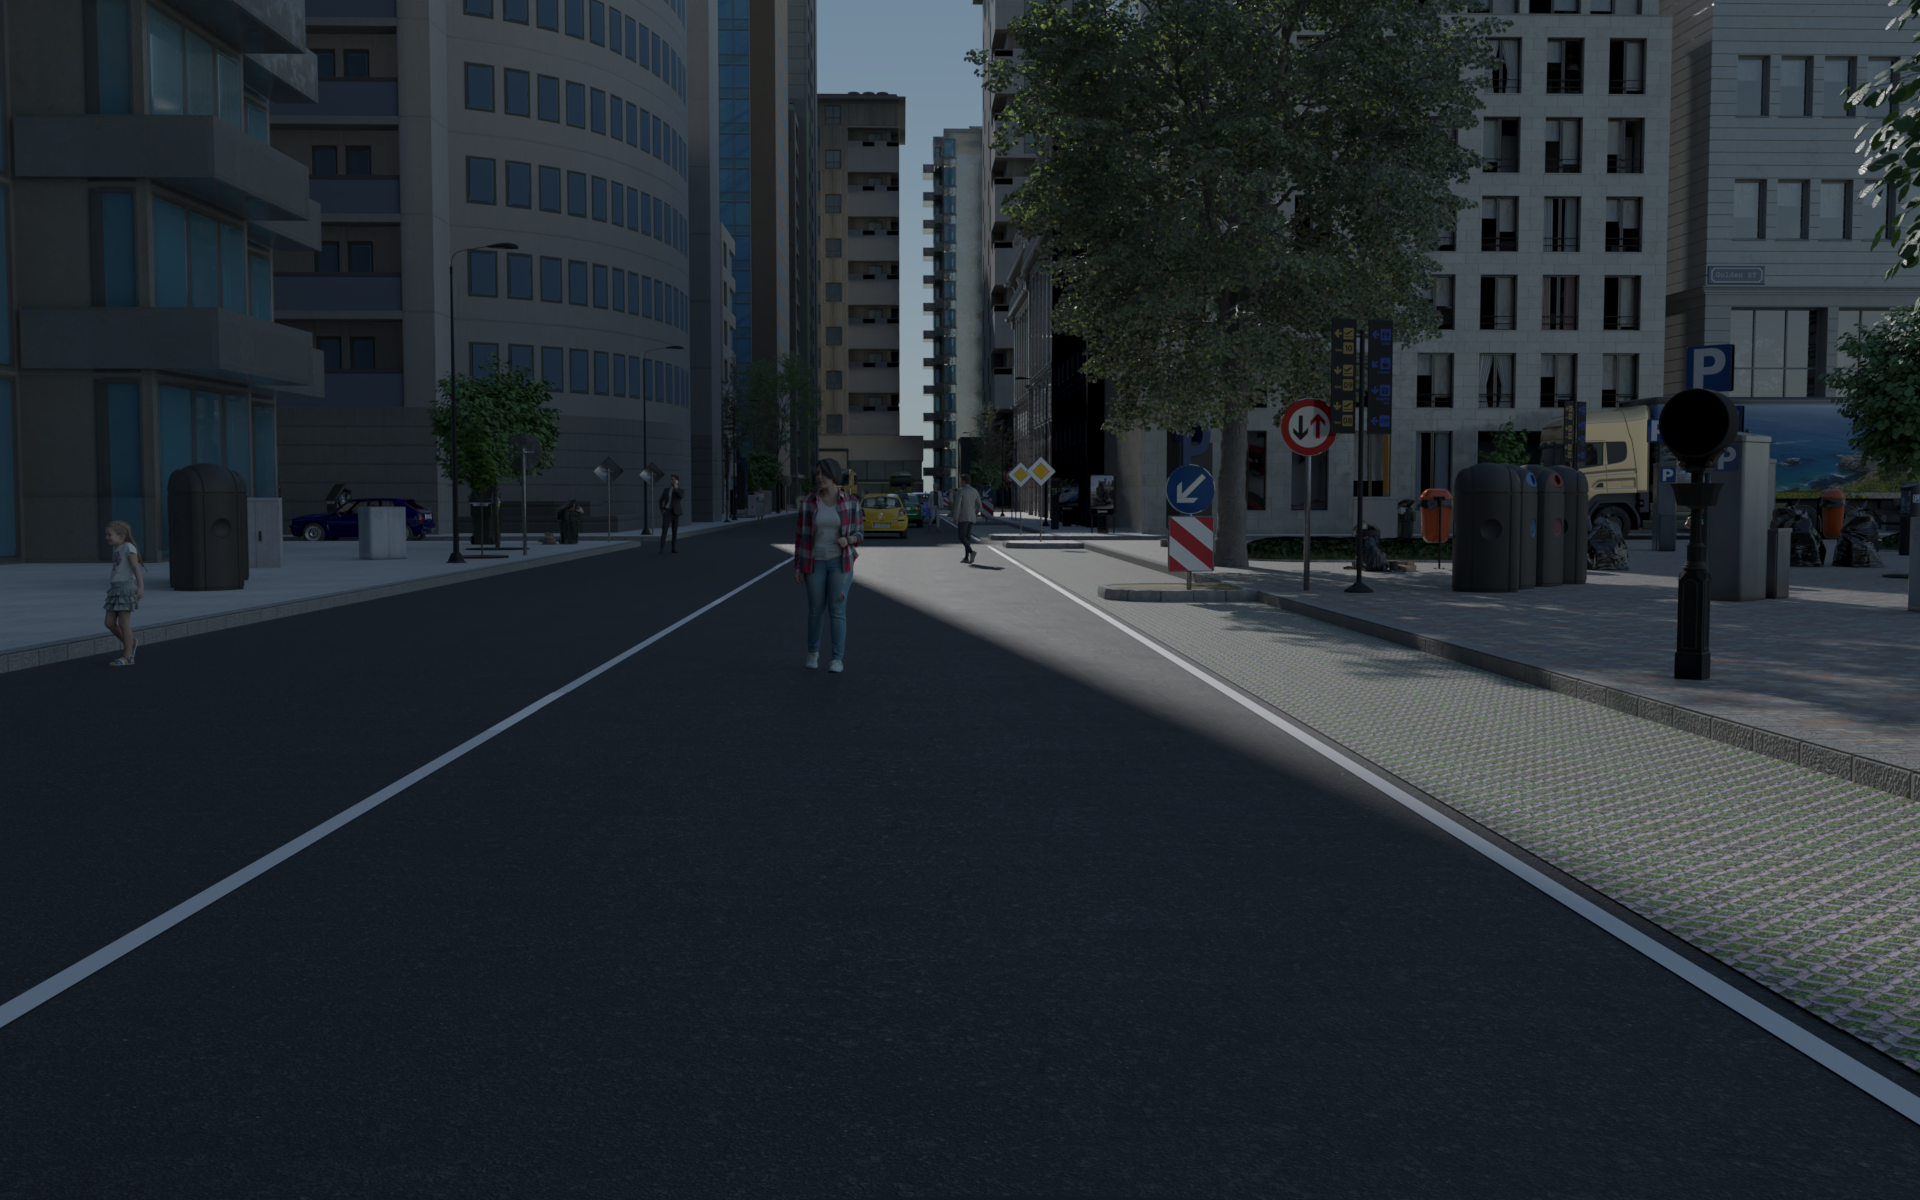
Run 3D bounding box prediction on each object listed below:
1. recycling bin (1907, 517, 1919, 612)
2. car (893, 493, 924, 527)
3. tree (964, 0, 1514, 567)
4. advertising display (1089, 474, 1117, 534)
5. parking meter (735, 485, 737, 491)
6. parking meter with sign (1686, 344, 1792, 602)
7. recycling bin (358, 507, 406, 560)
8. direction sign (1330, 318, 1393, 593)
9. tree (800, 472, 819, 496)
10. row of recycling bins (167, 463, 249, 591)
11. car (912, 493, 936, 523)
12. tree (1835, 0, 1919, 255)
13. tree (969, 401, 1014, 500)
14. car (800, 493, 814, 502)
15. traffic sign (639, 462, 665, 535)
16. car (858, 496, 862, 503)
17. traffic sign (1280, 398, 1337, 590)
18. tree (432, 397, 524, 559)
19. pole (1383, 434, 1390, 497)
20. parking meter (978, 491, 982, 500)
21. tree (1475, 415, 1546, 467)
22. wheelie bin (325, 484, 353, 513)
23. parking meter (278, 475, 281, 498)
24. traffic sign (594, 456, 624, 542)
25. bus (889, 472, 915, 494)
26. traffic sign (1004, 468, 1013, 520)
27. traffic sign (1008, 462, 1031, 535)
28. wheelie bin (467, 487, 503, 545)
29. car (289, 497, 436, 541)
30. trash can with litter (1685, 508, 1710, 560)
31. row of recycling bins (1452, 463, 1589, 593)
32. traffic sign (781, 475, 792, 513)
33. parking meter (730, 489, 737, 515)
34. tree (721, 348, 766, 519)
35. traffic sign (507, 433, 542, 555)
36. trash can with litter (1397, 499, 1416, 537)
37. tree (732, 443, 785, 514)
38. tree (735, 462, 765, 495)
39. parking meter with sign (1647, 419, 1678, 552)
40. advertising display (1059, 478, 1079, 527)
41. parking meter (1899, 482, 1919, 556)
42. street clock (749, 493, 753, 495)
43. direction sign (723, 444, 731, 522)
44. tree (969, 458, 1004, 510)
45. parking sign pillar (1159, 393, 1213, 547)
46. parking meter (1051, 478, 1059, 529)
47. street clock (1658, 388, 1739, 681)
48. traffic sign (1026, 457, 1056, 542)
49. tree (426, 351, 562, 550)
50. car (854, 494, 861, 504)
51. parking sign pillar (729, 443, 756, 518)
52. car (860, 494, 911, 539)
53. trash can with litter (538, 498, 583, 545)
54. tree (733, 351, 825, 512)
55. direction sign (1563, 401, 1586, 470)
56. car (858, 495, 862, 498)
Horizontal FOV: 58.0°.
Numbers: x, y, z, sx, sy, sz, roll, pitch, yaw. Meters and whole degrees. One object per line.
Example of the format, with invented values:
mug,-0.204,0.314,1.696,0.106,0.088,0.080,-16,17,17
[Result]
recycling bin,10.780,-0.376,18.708,0.722,1.027,0.722,0,4,2
car,-2.520,-4.091,75.680,1.959,1.807,4.718,0,4,-2
tree,4.796,-7.573,30.481,9.857,13.997,8.962,0,3,0
advertising display,4.660,-3.135,56.472,0.974,1.923,0.123,3,4,38
parking meter,-13.728,-6.160,106.421,0.399,1.863,0.255,1,4,13
parking meter with sign,9.427,-1.505,20.868,1.738,3.016,0.543,-3,4,-39
recycling bin,-11.384,-1.320,34.128,0.722,1.027,0.722,-3,4,-37
direction sign,5.208,-1.866,22.510,0.876,3.537,0.379,-1,4,-16
tree,-13.142,-9.555,150.830,1.663,3.219,1.824,0,3,0
row of recycling bins,-10.599,-1.059,24.431,1.069,1.692,3.534,-1,4,-21
car,-2.007,-4.687,86.216,1.945,1.707,3.694,0,4,-2
tree,5.666,-1.456,7.518,4.285,4.588,4.351,0,3,0
tree,2.486,-11.336,135.702,4.360,8.622,3.978,0,3,0
car,-7.658,-5.228,94.522,2.155,1.783,4.494,0,4,-4
traffic sign,-9.589,-3.079,53.990,0.795,2.450,0.064,0,4,-2
car,-9.702,-10.498,181.873,2.015,1.641,3.980,0,4,-3
traffic sign,4.624,-1.402,23.032,0.768,2.556,0.104,0,4,0
tree,-9.727,-2.450,34.665,1.663,3.219,1.824,0,3,0
pole,13.624,-3.765,55.398,0.158,3.312,0.155,0,3,0
parking meter,1.399,-7.108,124.618,0.372,1.533,0.369,0,3,0
tree,13.385,-2.893,41.895,1.663,3.219,1.824,0,3,0
wheelie bin,-19.093,-2.778,53.336,0.980,1.594,0.693,3,5,42
parking meter,-17.712,-2.380,44.629,0.399,1.863,0.255,-1,4,-12
traffic sign,-9.326,-2.591,46.009,0.795,2.450,0.064,0,4,-2
bus,-6.422,-12.206,191.114,2.896,3.916,12.252,0,4,-1
traffic sign,2.570,-5.229,85.597,0.768,2.556,0.104,0,4,-2
traffic sign,1.900,-3.101,54.346,0.795,2.450,0.064,0,4,-2
wheelie bin,-12.071,-2.211,44.056,0.980,1.594,0.693,1,4,12
car,-17.484,-2.334,50.748,3.894,1.354,1.945,0,4,-3
trash can with litter,10.914,-0.856,25.382,0.624,1.170,1.055,1,4,18
row of recycling bins,7.729,-1.028,23.915,1.069,1.692,3.534,3,4,38
traffic sign,-11.772,-7.185,117.576,0.768,2.556,0.104,0,4,-1
parking meter,-12.529,-5.340,95.719,0.372,1.533,0.369,0,3,0
tree,-11.874,-8.396,87.629,4.360,8.622,3.978,0,3,0
traffic sign,-9.120,-2.209,36.227,0.768,2.556,0.104,0,3,0
trash can with litter,10.858,-1.945,43.193,0.624,1.170,1.055,-2,4,-28
tree,-12.916,-7.789,111.070,4.285,4.588,4.351,0,3,0
tree,-12.344,-6.578,102.153,1.663,3.219,1.824,0,3,0
parking meter with sign,16.010,-2.638,39.387,0.543,3.016,1.738,1,4,13
advertising display,4.213,-3.854,68.227,0.974,1.923,0.123,0,4,-8
parking meter,19.832,-1.697,36.161,0.372,1.533,0.369,0,3,0
street clock,-13.893,-6.780,115.420,0.471,2.002,0.358,-1,4,-17
direction sign,-10.603,-5.305,78.732,0.379,3.537,0.876,0,4,3
tree,2.169,-9.752,143.154,4.285,4.588,4.351,0,3,0
parking sign pillar,5.583,-3.279,42.085,1.447,3.967,1.447,-3,5,-45
parking meter,3.448,-3.495,62.855,0.255,1.863,0.399,1,4,12
street clock,5.089,-0.453,11.979,0.471,2.002,0.358,3,5,40
traffic sign,2.162,-2.613,46.365,0.795,2.450,0.064,0,4,-2
tree,-10.689,-3.444,40.016,4.285,4.588,4.351,0,3,0
car,-12.186,-11.426,196.604,2.009,1.686,4.222,0,4,-2
parking sign pillar,-11.649,-6.372,92.662,1.447,3.967,1.447,0,4,1
car,-2.601,-2.860,56.978,2.015,1.641,3.980,0,4,-3
trash can with litter,-10.172,-2.002,44.122,1.055,1.170,0.624,-2,4,-33
tree,-13.300,-12.164,124.642,9.928,11.665,9.643,0,3,0
direction sign,14.990,-3.076,42.294,0.876,3.537,0.379,-3,4,-36
car,-11.314,-11.511,200.776,1.945,1.354,3.894,0,4,0
